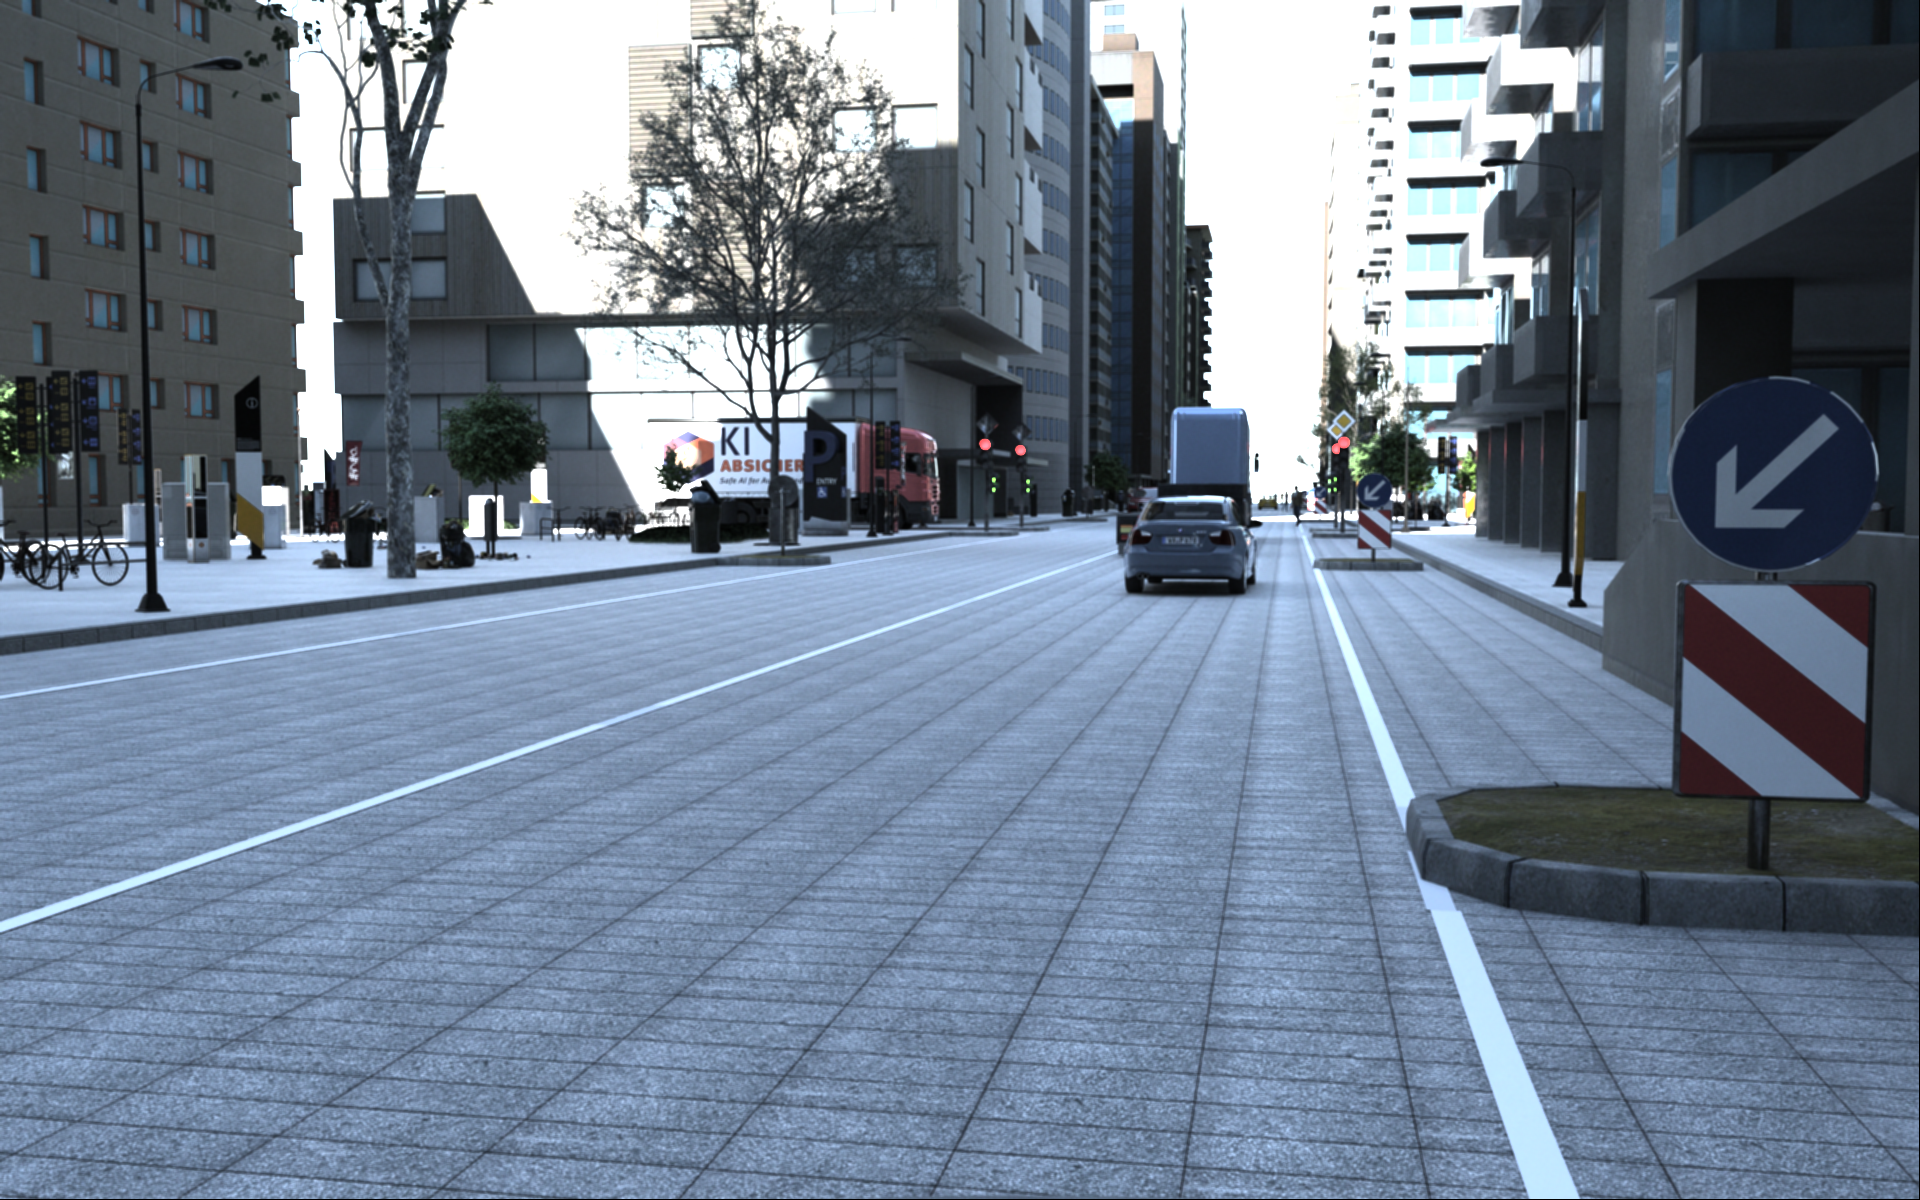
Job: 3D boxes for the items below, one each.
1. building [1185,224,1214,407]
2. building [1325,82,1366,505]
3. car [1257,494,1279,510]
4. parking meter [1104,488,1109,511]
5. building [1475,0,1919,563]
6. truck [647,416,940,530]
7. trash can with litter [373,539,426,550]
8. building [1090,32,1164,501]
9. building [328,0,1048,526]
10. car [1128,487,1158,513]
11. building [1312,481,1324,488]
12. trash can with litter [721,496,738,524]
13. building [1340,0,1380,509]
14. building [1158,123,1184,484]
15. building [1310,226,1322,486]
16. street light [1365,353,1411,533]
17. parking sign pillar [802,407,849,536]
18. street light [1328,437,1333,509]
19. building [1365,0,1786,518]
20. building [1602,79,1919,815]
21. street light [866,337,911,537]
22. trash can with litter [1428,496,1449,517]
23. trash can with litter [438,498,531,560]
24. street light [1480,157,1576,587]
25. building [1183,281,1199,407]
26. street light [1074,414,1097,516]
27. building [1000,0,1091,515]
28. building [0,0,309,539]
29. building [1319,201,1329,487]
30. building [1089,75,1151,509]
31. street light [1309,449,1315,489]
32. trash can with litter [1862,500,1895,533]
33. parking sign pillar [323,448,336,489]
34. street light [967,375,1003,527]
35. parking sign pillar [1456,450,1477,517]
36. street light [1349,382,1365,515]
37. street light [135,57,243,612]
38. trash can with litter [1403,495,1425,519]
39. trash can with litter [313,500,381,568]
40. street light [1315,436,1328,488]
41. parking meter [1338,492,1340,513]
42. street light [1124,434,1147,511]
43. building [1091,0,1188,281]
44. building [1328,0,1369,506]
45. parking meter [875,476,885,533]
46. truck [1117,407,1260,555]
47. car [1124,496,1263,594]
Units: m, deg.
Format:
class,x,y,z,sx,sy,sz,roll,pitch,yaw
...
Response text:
class,x,y,z,sx,sy,sz,roll,pitch,yaw
building,28.606,-37.881,273.974,22.147,44.769,28.867,1,4,11
building,53.441,-35.206,199.316,21.300,48.544,21.600,1,4,11
car,28.425,-9.145,159.750,2.015,1.641,3.980,1,4,12
parking meter,11.251,-7.803,133.291,0.255,1.863,0.399,-2,4,-24
building,23.490,-25.591,38.021,23.786,49.044,30.456,1,4,11
truck,-5.770,-4.593,64.005,11.283,4.237,2.839,1,4,9
trash can with litter,-13.352,-1.793,40.377,1.678,1.210,2.233,-1,4,-15
building,12.894,-32.018,173.608,14.600,45.320,14.200,1,4,11
building,-10.835,-30.148,82.160,28.713,52.752,27.495,1,4,11
car,9.967,-5.008,90.553,2.281,1.827,5.304,1,4,12
building,64.493,-33.229,235.176,32.217,40.220,23.993,1,4,11
trash can with litter,-6.667,-2.567,53.032,2.233,1.210,1.678,-1,4,-10
building,43.384,-43.377,147.459,20.563,71.187,20.611,1,4,11
building,16.260,-30.818,187.464,14.154,41.232,14.086,1,4,11
building,68.570,-40.216,277.134,23.786,49.044,30.456,1,4,11
street light,14.190,-5.174,57.141,1.470,5.913,1.316,1,4,11
parking sign pillar,-4.142,-3.951,53.069,1.447,3.967,1.447,1,4,22
street light,23.251,-8.114,105.202,1.470,5.913,1.316,1,4,11
building,39.738,-30.583,119.646,23.786,49.044,30.456,1,4,11
building,19.816,-19.041,3.203,32.217,40.220,23.993,1,4,11
street light,-2.099,-4.823,51.395,1.470,5.913,1.316,1,4,11
trash can with litter,25.194,-4.879,91.152,1.055,1.170,0.624,1,4,12
trash can with litter,-9.311,-1.417,34.232,1.678,1.210,2.233,-2,4,-27
street light,7.867,-3.144,23.953,1.470,5.913,1.316,1,4,11
building,24.480,-28.179,232.425,14.160,30.474,14.107,1,4,11
street light,7.249,-7.848,100.863,1.470,5.913,1.316,1,4,11
building,-3.221,-35.166,116.968,21.231,58.520,28.212,1,4,11
building,-40.853,-12.700,52.688,28.899,21.520,27.650,1,4,11
building,60.337,-37.025,255.468,14.600,45.320,14.200,1,4,11
building,0.842,-28.426,156.638,32.217,40.220,23.993,1,4,11
street light,37.307,-12.683,179.902,1.470,5.913,1.316,1,4,11
trash can with litter,10.987,-0.585,20.615,1.678,1.210,2.233,0,4,1
parking sign pillar,-36.725,-6.904,101.357,1.447,3.967,1.447,0,4,7
street light,0.992,-5.829,67.843,1.470,5.913,1.316,1,4,11
parking sign pillar,28.442,-6.612,96.585,1.447,3.967,1.447,0,4,3
street light,17.014,-6.082,71.987,1.470,5.913,1.316,1,4,11
street light,-8.307,-2.821,18.673,1.470,5.913,1.316,1,4,11
trash can with litter,23.455,-4.725,88.308,1.678,1.210,2.233,1,4,16
trash can with litter,-10.674,-1.148,30.151,1.055,1.170,0.624,-3,5,-44
street light,30.961,-10.632,146.373,1.470,5.913,1.316,1,4,11
parking meter,25.638,-6.842,117.584,0.255,1.863,0.399,0,4,4
street light,13.397,-9.851,133.597,1.470,5.913,1.316,1,4,11
building,24.114,-49.580,248.885,20.563,71.187,20.611,1,4,11
building,48.957,-52.576,172.287,22.319,86.520,31.000,1,4,11
parking meter,-2.636,-3.128,56.848,0.255,1.863,0.399,-1,4,-16
truck,6.568,-3.562,47.991,2.967,4.110,18.799,1,4,11
car,3.547,-0.874,26.298,2.014,1.417,4.499,1,4,13
